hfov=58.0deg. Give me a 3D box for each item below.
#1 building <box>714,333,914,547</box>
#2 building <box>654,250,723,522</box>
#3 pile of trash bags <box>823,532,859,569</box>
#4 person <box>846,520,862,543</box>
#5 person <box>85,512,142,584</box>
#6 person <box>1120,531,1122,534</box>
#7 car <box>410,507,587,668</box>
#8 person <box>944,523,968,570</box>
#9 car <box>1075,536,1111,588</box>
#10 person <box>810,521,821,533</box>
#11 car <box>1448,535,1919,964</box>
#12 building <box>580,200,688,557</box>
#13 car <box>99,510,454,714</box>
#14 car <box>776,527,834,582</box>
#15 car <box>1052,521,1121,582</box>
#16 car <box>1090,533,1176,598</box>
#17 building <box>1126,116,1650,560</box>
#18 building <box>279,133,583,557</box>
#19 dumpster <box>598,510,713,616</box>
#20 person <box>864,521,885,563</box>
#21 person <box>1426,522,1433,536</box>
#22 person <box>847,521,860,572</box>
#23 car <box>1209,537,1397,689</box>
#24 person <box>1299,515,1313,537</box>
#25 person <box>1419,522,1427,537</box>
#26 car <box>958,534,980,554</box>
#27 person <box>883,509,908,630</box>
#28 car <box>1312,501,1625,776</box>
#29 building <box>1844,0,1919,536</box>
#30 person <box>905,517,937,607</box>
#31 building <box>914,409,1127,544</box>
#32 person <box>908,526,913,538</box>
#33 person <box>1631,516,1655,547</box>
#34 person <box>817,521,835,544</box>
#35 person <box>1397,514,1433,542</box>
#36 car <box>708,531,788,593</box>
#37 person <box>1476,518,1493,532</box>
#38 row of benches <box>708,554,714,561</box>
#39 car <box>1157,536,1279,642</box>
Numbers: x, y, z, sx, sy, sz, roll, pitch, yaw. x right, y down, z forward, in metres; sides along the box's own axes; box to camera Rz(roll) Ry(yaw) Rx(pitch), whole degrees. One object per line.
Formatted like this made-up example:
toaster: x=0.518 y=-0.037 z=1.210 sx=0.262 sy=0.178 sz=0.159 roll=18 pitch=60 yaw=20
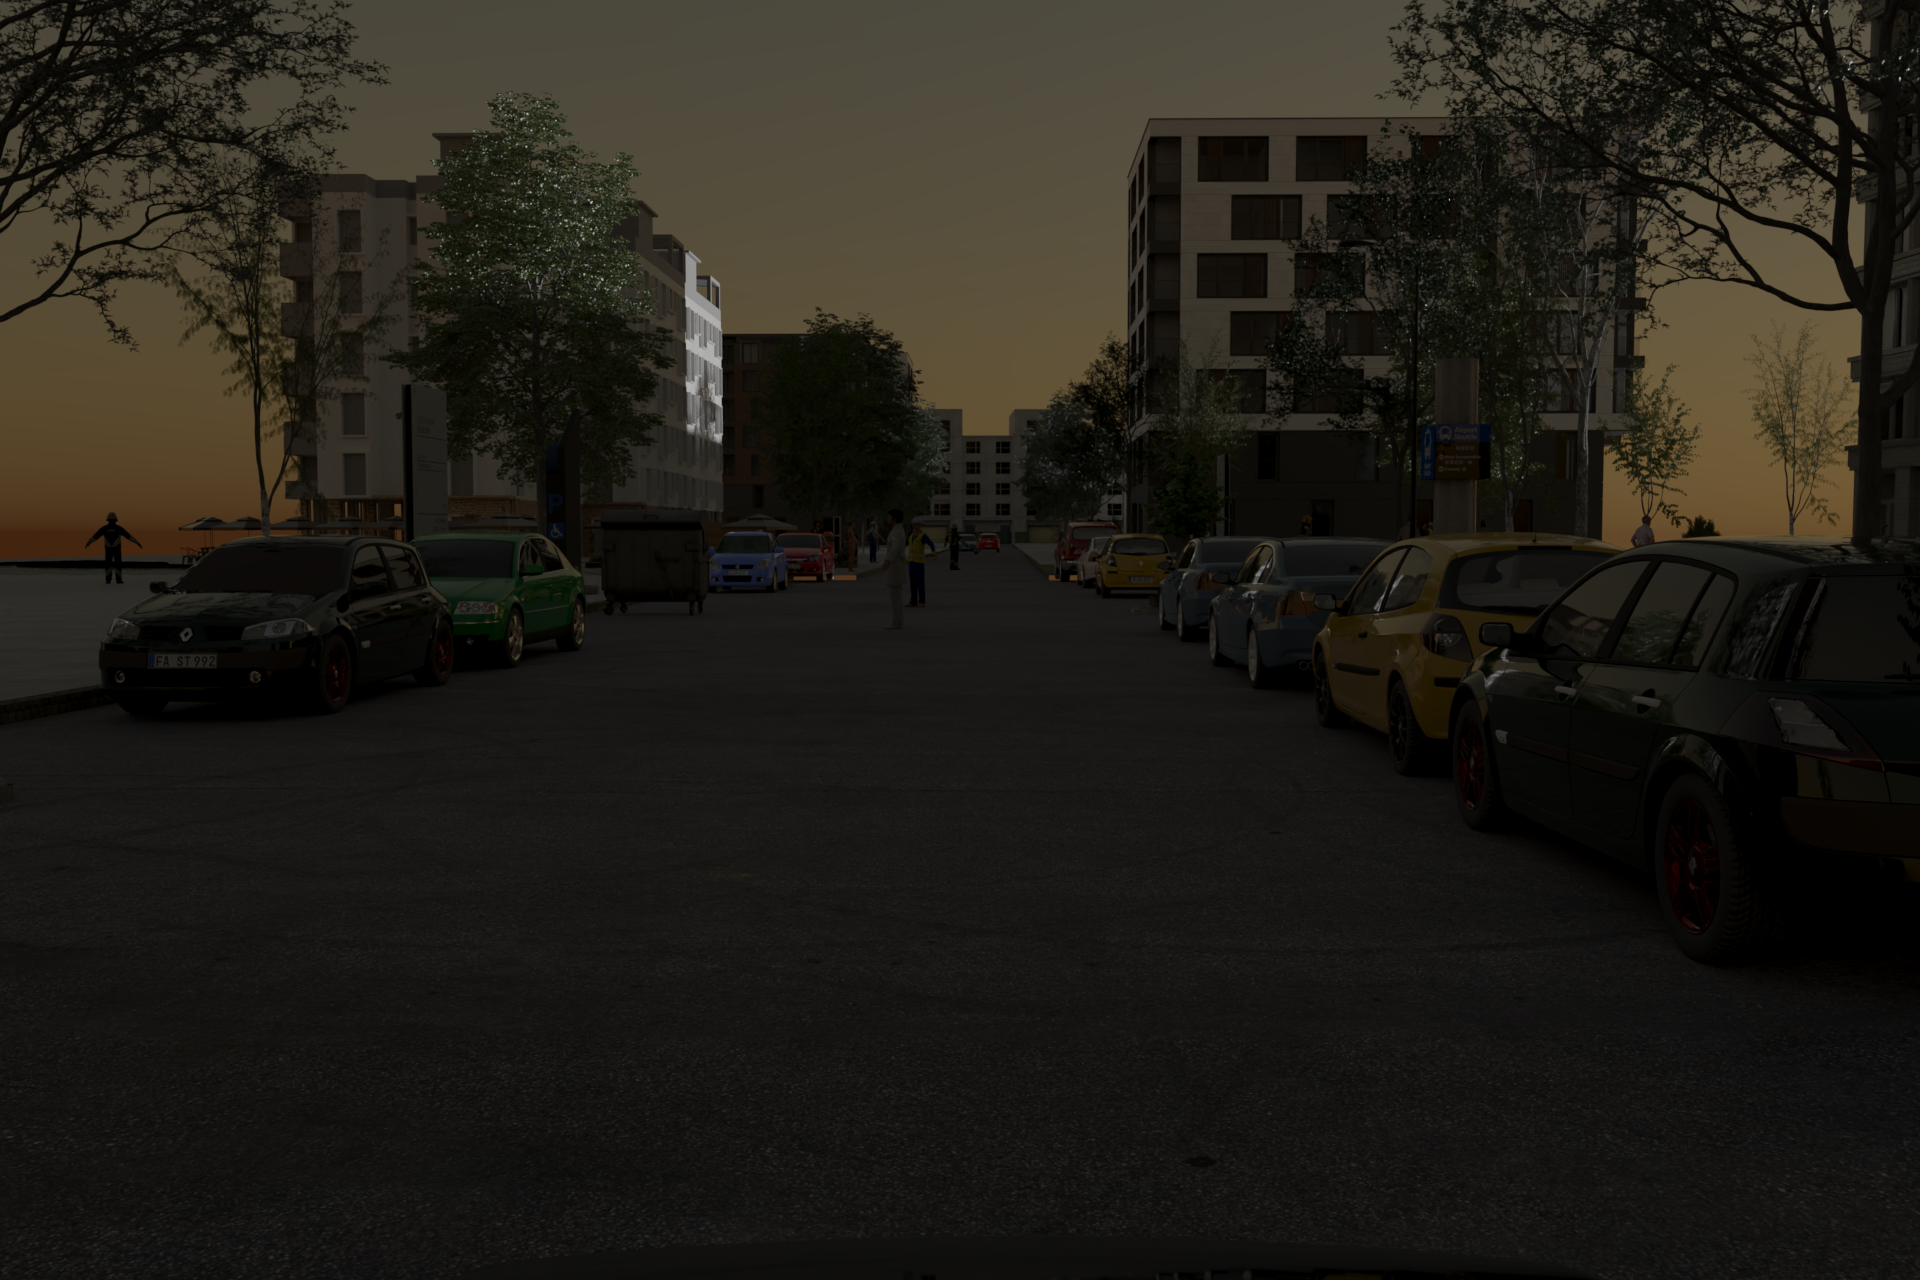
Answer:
building: x=-19.886 y=-21.345 z=192.959 sx=27.936 sy=21.610 sz=32.646 roll=0 pitch=4 yaw=1
building: x=-22.993 y=-15.935 z=116.953 sx=16.016 sy=20.090 sz=11.380 roll=0 pitch=4 yaw=1
pile of trash bags: x=-4.837 y=-3.432 z=65.863 sx=1.912 sy=1.369 sz=3.447 roll=0 pitch=4 yaw=2
person: x=-4.359 y=-3.933 z=70.236 sx=0.705 sy=1.837 sz=1.347 roll=1 pitch=4 yaw=21
person: x=-21.864 y=-2.376 z=44.717 sx=1.351 sy=1.845 sz=0.704 roll=-1 pitch=4 yaw=-15
person: x=7.876 y=-4.979 z=87.190 sx=1.354 sy=1.856 sz=0.705 roll=-2 pitch=4 yaw=-30
car: x=-5.580 y=-0.678 z=19.886 sx=1.959 sy=1.807 sz=4.718 roll=0 pitch=4 yaw=1
person: x=-0.206 y=-3.714 z=68.967 sx=0.705 sy=1.856 sz=1.354 roll=-3 pitch=5 yaw=-43
car: x=4.203 y=-2.136 z=47.291 sx=2.083 sy=1.381 sz=4.827 roll=0 pitch=4 yaw=1
person: x=-5.735 y=-3.901 z=69.925 sx=1.345 sy=1.843 sz=0.704 roll=-1 pitch=4 yaw=-15
car: x=3.301 y=0.161 z=7.151 sx=2.009 sy=1.686 sz=4.222 roll=0 pitch=4 yaw=1
building: x=-22.910 y=-14.881 z=99.716 sx=16.016 sy=20.090 sz=11.380 roll=0 pitch=4 yaw=1
car: x=-5.768 y=-0.321 z=15.027 sx=2.009 sy=1.686 sz=4.222 roll=0 pitch=4 yaw=2
car: x=-4.877 y=-2.672 z=52.730 sx=2.155 sy=1.783 sz=4.494 roll=0 pitch=4 yaw=2
car: x=4.014 y=-2.738 z=53.440 sx=2.281 sy=1.827 sz=5.304 roll=0 pitch=4 yaw=0
car: x=4.032 y=-1.817 z=39.937 sx=2.015 sy=1.641 sz=3.980 roll=0 pitch=4 yaw=2
building: x=23.550 y=-15.751 z=101.506 sx=27.936 sy=21.610 sz=32.646 roll=0 pitch=4 yaw=1
building: x=-26.168 y=-13.869 z=83.179 sx=16.016 sy=20.090 sz=11.380 roll=0 pitch=4 yaw=1
dumpster: x=-5.414 y=-1.384 z=30.840 sx=1.865 sy=1.857 sz=1.264 roll=0 pitch=4 yaw=1
person: x=-3.820 y=-4.327 z=76.598 sx=0.705 sy=1.847 sz=1.347 roll=-3 pitch=5 yaw=-44
person: x=22.359 y=-4.664 z=82.220 sx=0.705 sy=1.833 sz=1.349 roll=3 pitch=4 yaw=38
person: x=-3.621 y=-3.193 z=59.003 sx=0.721 sy=1.733 sz=1.217 roll=-1 pitch=4 yaw=-17
car: x=3.583 y=-0.324 z=17.293 sx=2.014 sy=1.417 sz=4.499 roll=0 pitch=4 yaw=1
person: x=10.673 y=-2.905 z=53.261 sx=0.704 sy=1.858 sz=1.351 roll=0 pitch=4 yaw=-6
person: x=20.548 y=-4.316 z=76.760 sx=0.705 sy=1.806 sz=1.347 roll=2 pitch=4 yaw=32
car: x=0.434 y=-6.829 z=123.653 sx=2.014 sy=1.417 sz=4.499 roll=0 pitch=4 yaw=2
person: x=-0.999 y=-1.070 z=26.139 sx=0.705 sy=1.806 sz=1.347 roll=0 pitch=4 yaw=2
car: x=3.481 y=-0.088 z=11.661 sx=2.015 sy=1.641 sz=3.980 roll=0 pitch=4 yaw=2
building: x=26.245 y=-11.519 z=35.012 sx=8.464 sy=21.280 sz=15.925 roll=0 pitch=4 yaw=1
person: x=-0.896 y=-1.531 z=33.961 sx=1.216 sy=1.772 sz=0.721 roll=3 pitch=5 yaw=42
building: x=7.475 y=-23.379 z=251.167 sx=31.486 sy=18.905 sz=16.747 roll=0 pitch=4 yaw=-1
person: x=-2.723 y=-5.294 z=93.278 sx=0.721 sy=1.740 sz=1.216 roll=0 pitch=4 yaw=2
person: x=15.896 y=-2.025 z=40.090 sx=0.436 sy=1.711 sz=0.756 roll=-1 pitch=4 yaw=-10
person: x=-5.406 y=-3.801 z=68.367 sx=1.346 sy=1.802 sz=0.704 roll=-3 pitch=5 yaw=-45
person: x=10.808 y=-2.108 z=41.041 sx=0.750 sy=1.759 sz=0.617 roll=-1 pitch=4 yaw=-17
car: x=-5.319 y=-2.067 z=43.387 sx=1.945 sy=1.707 sz=3.694 roll=0 pitch=4 yaw=1
person: x=16.841 y=-3.038 z=55.798 sx=1.348 sy=1.813 sz=0.705 roll=1 pitch=4 yaw=13
row of benches: x=-7.663 y=-2.378 z=54.344 sx=1.422 sy=0.672 sz=4.104 roll=-3 pitch=5 yaw=-44
car: x=3.818 y=-0.753 z=24.311 sx=2.014 sy=1.417 sz=4.499 roll=0 pitch=4 yaw=1
